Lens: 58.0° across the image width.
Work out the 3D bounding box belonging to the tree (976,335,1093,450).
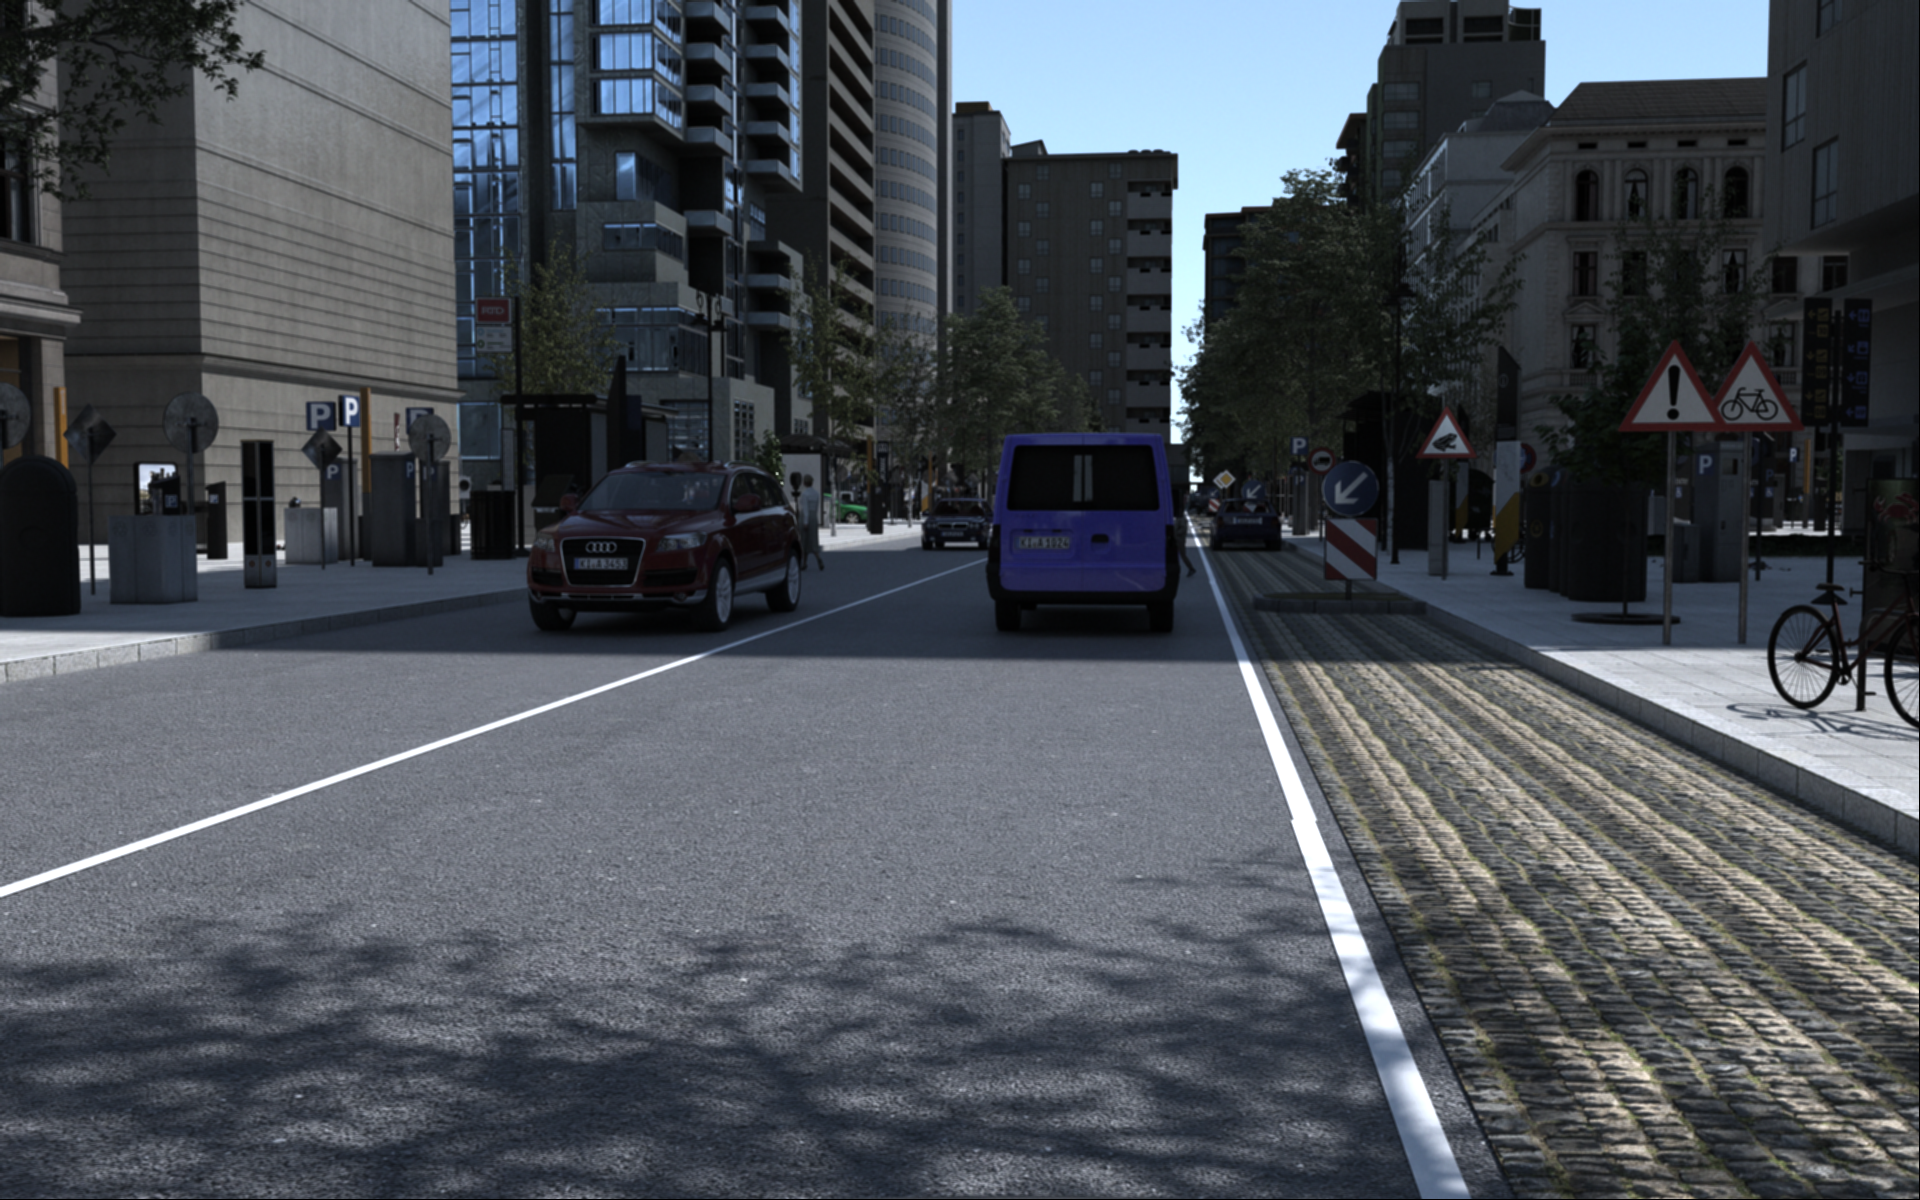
[{"bbox_3d":[5.487,-13.487,130.886,12.009,13.543,11.850,0,3,0],"label":"tree"}]

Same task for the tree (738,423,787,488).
[{"bbox_3d":[-5.172,-3.222,47.278,1.663,3.219,1.824,0,3,0],"label":"tree"}]

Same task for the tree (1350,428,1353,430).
[{"bbox_3d":[30.917,-10.774,126.515,4.360,8.622,3.978,0,3,0],"label":"tree"}]

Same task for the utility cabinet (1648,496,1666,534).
[{"bbox_3d":[20.666,-2.477,51.668,0.306,1.237,1.020,3,5,40],"label":"utility cabinet"}]

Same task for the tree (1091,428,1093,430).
[{"bbox_3d":[12.023,-13.787,175.786,4.737,8.622,4.395,0,3,0],"label":"tree"}]

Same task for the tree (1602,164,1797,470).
[{"bbox_3d":[16.603,-5.467,39.754,4.737,8.622,4.395,0,3,0],"label":"tree"}]

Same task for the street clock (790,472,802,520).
[{"bbox_3d":[-5.438,-3.235,57.459,0.358,2.002,0.471,1,4,19],"label":"street clock"}]

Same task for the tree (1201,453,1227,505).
[{"bbox_3d":[30.226,-15.383,201.867,4.360,8.622,3.978,0,3,0],"label":"tree"}]

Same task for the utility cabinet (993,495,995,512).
[{"bbox_3d":[2.406,-5.464,100.499,1.020,1.237,0.306,0,4,-1],"label":"utility cabinet"}]

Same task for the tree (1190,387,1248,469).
[{"bbox_3d":[22.785,-13.157,140.868,9.928,11.665,9.643,0,3,0],"label":"tree"}]

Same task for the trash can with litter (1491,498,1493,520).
[{"bbox_3d":[26.956,-4.611,86.775,0.624,1.170,1.055,1,4,21],"label":"trash can with litter"}]

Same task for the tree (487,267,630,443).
[{"bbox_3d":[-12.793,-6.425,55.408,4.360,8.622,3.978,0,3,0],"label":"tree"}]

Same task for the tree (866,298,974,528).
[{"bbox_3d":[-1.691,-7.087,66.242,4.360,8.622,3.978,0,3,0],"label":"tree"}]

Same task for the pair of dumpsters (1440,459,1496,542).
[{"bbox_3d":[13.881,-2.810,48.431,1.574,2.255,4.437,0,4,7],"label":"pair of dumpsters"}]

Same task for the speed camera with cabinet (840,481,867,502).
[{"bbox_3d":[-7.314,-7.598,118.562,2.038,3.252,0.660,-1,4,-16],"label":"speed camera with cabinet"}]

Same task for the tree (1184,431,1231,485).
[{"bbox_3d":[31.981,-17.443,219.599,8.767,10.594,7.601,3,4,36],"label":"tree"}]

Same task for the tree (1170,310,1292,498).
[{"bbox_3d":[19.578,-13.123,121.211,9.857,13.997,8.962,0,3,0],"label":"tree"}]

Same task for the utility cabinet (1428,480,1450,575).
[{"bbox_3d":[7.652,-1.161,27.656,0.318,1.500,1.173,1,4,14],"label":"utility cabinet"}]

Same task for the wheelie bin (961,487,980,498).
[{"bbox_3d":[0.529,-4.584,82.862,0.980,1.594,0.693,-3,5,-43],"label":"wheelie bin"}]

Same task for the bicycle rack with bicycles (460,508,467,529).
[{"bbox_3d":[-19.851,-3.089,63.888,2.852,0.926,2.925,-3,5,-40],"label":"bicycle rack with bicycles"}]

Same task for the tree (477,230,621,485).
[{"bbox_3d":[-11.813,-6.050,49.280,4.737,8.622,4.395,0,3,0],"label":"tree"}]

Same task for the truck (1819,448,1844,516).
[{"bbox_3d":[39.923,-4.620,71.468,9.791,3.379,3.469,0,4,5],"label":"truck"}]

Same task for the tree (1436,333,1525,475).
[{"bbox_3d":[24.116,-7.916,79.787,4.360,8.622,3.978,0,3,0],"label":"tree"}]

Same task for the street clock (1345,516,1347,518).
[{"bbox_3d":[9.142,-2.212,40.744,0.358,2.002,0.471,1,4,15],"label":"street clock"}]

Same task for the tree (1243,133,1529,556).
[{"bbox_3d":[9.107,-5.215,35.626,4.737,8.622,4.395,0,3,0],"label":"tree"}]

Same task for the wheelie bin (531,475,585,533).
[{"bbox_3d":[-6.606,-1.261,28.518,0.980,1.594,0.693,2,4,31],"label":"wheelie bin"}]

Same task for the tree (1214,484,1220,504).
[{"bbox_3d":[33.492,-14.230,227.263,1.663,3.219,1.824,0,3,0],"label":"tree"}]

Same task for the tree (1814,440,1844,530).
[{"bbox_3d":[31.647,-4.159,62.599,1.663,3.219,1.824,0,3,0],"label":"tree"}]

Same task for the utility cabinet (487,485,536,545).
[{"bbox_3d":[-11.172,-2.112,43.206,1.173,1.500,0.318,-1,4,-12],"label":"utility cabinet"}]

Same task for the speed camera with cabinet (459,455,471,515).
[{"bbox_3d":[-25.804,-5.697,87.487,2.038,3.252,0.660,-3,4,-38],"label":"speed camera with cabinet"}]

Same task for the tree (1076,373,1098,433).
[{"bbox_3d":[7.344,-13.841,144.424,7.486,12.596,7.792,0,3,0],"label":"tree"}]

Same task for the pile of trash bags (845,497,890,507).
[{"bbox_3d":[-5.852,-6.005,107.939,3.447,1.369,1.912,3,5,43],"label":"pile of trash bags"}]

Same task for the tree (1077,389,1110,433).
[{"bbox_3d":[12.627,-16.393,185.031,9.611,12.733,9.660,0,3,0],"label":"tree"}]

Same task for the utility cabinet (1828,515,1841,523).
[{"bbox_3d":[39.096,-4.015,76.815,1.020,1.237,0.306,1,4,16],"label":"utility cabinet"}]

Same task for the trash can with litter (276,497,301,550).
[{"bbox_3d":[-15.316,-1.787,40.282,1.678,1.210,2.233,-1,4,-16],"label":"trash can with litter"}]

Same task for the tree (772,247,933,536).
[{"bbox_3d":[-3.632,-6.220,52.063,4.737,8.622,4.395,0,3,0],"label":"tree"}]

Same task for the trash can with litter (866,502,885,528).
[{"bbox_3d":[-3.259,-3.348,66.124,0.624,1.170,1.055,1,4,9],"label":"trash can with litter"}]

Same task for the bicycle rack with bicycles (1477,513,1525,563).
[{"bbox_3d":[11.326,-1.211,33.182,2.925,0.926,2.852,0,4,-3],"label":"bicycle rack with bicycles"}]

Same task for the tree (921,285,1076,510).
[{"bbox_3d":[1.657,-10.756,93.990,7.486,12.596,7.792,0,3,0],"label":"tree"}]

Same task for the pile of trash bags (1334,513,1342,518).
[{"bbox_3d":[14.827,-3.228,62.529,1.912,1.369,3.447,3,4,36],"label":"pile of trash bags"}]

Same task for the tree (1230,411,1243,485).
[{"bbox_3d":[15.953,-8.413,87.914,4.737,8.622,4.395,0,3,0],"label":"tree"}]

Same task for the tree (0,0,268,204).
[{"bbox_3d":[-8.567,-4.744,11.982,8.767,10.594,7.601,-1,4,-16],"label":"tree"}]

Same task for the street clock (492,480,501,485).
[{"bbox_3d":[-23.719,-5.148,88.733,0.471,2.002,0.358,-2,4,-34],"label":"street clock"}]

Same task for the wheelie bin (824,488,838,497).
[{"bbox_3d":[-6.325,-4.667,84.220,0.980,1.594,0.693,2,4,29],"label":"wheelie bin"}]

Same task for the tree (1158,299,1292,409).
[{"bbox_3d":[25.752,-19.066,167.614,12.611,20.169,13.585,0,3,0],"label":"tree"}]

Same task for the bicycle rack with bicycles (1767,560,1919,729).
[{"bbox_3d":[6.190,0.251,9.277,2.852,0.926,2.925,0,4,-5],"label":"bicycle rack with bicycles"}]

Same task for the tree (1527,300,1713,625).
[{"bbox_3d":[6.744,-1.401,17.509,1.663,3.219,1.824,0,3,0],"label":"tree"}]

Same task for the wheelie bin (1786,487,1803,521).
[{"bbox_3d":[39.381,-4.505,81.570,0.693,1.594,0.980,-1,4,-21],"label":"wheelie bin"}]

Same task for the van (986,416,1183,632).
[{"bbox_3d":[1.465,-0.939,19.732,2.240,2.365,5.245,0,4,6],"label":"van"}]

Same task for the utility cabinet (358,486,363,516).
[{"bbox_3d":[-15.865,-2.301,46.299,1.173,1.500,0.318,-3,4,-36],"label":"utility cabinet"}]

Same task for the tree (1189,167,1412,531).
[{"bbox_3d":[12.296,-8.747,61.142,7.486,12.596,7.792,0,3,0],"label":"tree"}]
